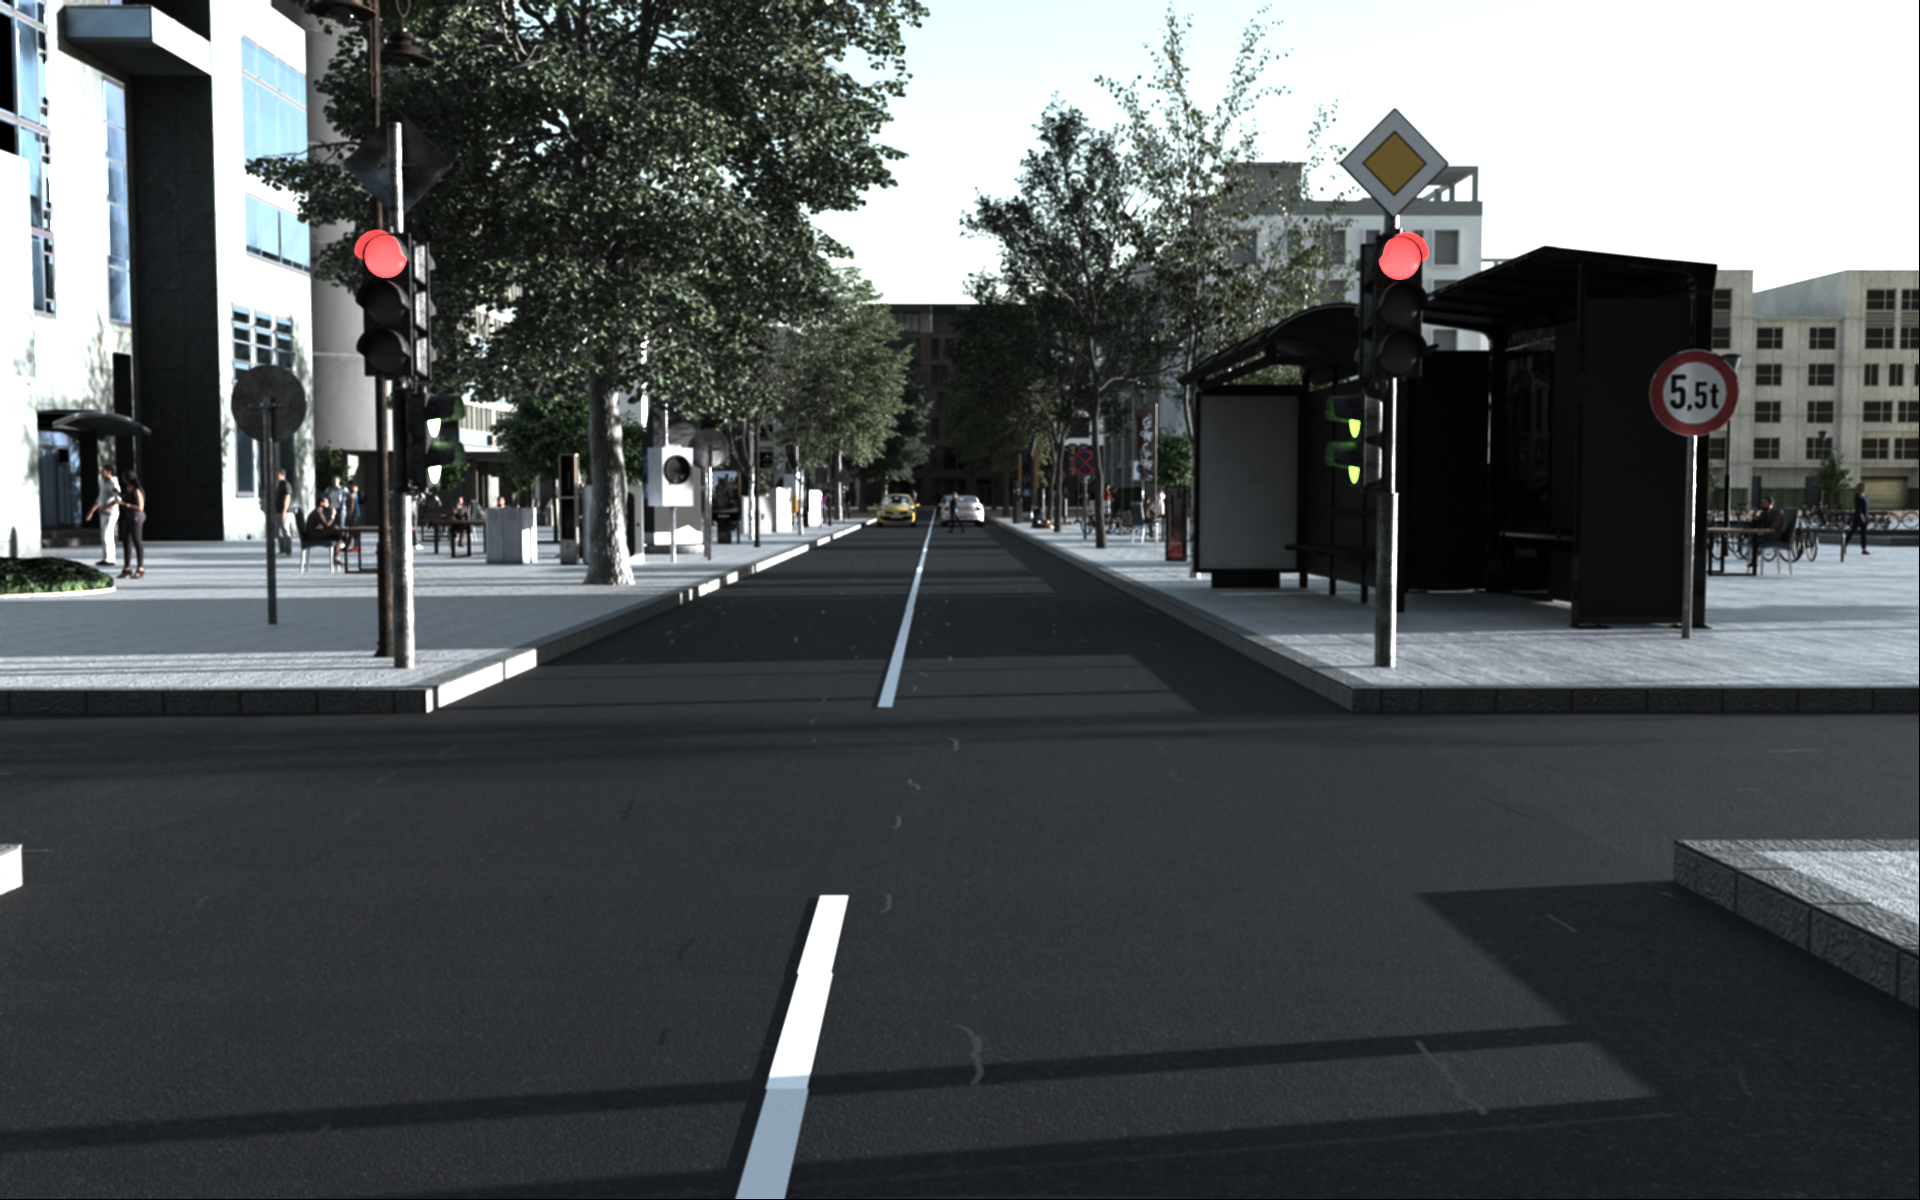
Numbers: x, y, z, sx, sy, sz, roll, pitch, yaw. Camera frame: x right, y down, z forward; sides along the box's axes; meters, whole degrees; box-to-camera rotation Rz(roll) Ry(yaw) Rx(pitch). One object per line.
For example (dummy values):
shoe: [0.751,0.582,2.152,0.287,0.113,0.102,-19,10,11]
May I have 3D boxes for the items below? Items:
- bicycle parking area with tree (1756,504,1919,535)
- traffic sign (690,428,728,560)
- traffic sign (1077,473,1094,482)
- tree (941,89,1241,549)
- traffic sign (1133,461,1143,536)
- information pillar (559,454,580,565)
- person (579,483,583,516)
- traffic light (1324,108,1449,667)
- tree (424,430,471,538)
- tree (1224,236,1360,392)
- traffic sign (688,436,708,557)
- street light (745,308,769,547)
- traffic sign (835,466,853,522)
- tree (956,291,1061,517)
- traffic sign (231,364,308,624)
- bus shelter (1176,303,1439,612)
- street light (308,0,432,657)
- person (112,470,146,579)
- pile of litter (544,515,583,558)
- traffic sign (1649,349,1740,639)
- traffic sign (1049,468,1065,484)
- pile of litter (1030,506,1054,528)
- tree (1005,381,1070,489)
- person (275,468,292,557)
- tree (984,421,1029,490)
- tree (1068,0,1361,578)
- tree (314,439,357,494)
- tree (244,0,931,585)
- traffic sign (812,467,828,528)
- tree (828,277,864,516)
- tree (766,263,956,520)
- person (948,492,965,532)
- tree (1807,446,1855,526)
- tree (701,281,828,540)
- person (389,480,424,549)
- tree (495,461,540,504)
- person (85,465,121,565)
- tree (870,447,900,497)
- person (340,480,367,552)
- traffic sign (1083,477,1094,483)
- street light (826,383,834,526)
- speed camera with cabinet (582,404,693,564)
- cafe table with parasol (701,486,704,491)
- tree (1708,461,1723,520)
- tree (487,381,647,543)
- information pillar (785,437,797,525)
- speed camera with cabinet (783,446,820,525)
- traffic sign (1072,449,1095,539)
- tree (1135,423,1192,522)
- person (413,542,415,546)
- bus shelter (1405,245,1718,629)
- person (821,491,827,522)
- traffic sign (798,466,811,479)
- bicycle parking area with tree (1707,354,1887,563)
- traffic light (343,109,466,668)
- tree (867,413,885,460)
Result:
bicycle parking area with tree: [34.154,-4.547,61.353,9.016,4.147,8.231,3,5,42]
traffic sign: [-4.862,-2.046,33.551,0.768,2.556,0.104,1,4,8]
traffic sign: [5.583,-4.706,77.052,0.768,2.556,0.104,0,4,5]
tree: [3.010,-6.496,40.618,7.601,10.594,8.767,0,4,3]
traffic sign: [5.557,-3.098,52.781,0.606,2.300,0.079,0,4,6]
information pillar: [-7.113,-1.654,31.532,0.304,2.012,0.304,0,4,-2]
person: [-15.600,-3.976,71.738,0.600,1.739,0.565,1,4,12]
traffic light: [3.149,-1.460,12.797,0.839,4.253,0.868,0,4,-1]
tree: [-15.408,-3.470,51.340,1.663,3.219,1.824,0,3,0]
tree: [9.725,-6.083,49.824,4.737,8.622,4.395,0,3,0]
traffic sign: [-5.187,-2.153,35.303,0.768,2.556,0.104,1,4,9]
street light: [-4.912,-4.222,41.811,0.468,5.910,1.993,0,4,-1]
traffic sign: [-5.275,-4.810,78.652,0.884,2.594,0.081,0,4,8]
tree: [2.485,-10.987,97.765,7.486,12.596,7.792,0,3,0]
traffic sign: [-6.796,-1.036,17.044,0.768,2.556,0.104,0,4,3]
bus shelter: [4.022,-1.665,21.142,2.014,3.302,5.546,0,4,-1]
street light: [-4.534,-2.491,13.510,0.468,5.910,1.993,0,4,-1]
person: [-12.655,-1.151,26.325,0.593,1.643,0.415,1,4,8]
pile of litter: [-7.562,-1.292,35.093,1.719,0.858,1.176,2,4,24]
traffic sign: [6.466,-0.932,15.338,0.768,2.556,0.104,0,4,5]
traffic sign: [4.742,-5.177,84.756,0.768,2.556,0.104,0,4,3]
pile of litter: [3.199,-3.152,65.498,1.176,0.858,1.719,1,4,14]
tree: [3.985,-8.614,91.203,4.737,8.622,4.395,0,3,0]
person: [-13.802,-1.776,35.209,0.434,1.807,0.598,-1,4,-19]
tree: [3.006,-9.549,106.488,4.360,8.622,3.978,0,3,0]
tree: [3.838,-4.644,26.290,4.360,8.622,3.978,0,3,0]
tree: [-22.204,-4.060,60.976,1.663,3.219,1.824,0,3,0]
tree: [-5.026,-7.193,24.263,9.857,13.997,8.962,0,3,0]
traffic sign: [-5.280,-3.870,65.408,0.606,2.300,0.079,0,4,7]
tree: [-5.078,-6.386,54.776,4.360,8.622,3.978,0,3,0]
tree: [-5.635,-10.223,85.270,7.486,12.596,7.792,0,3,0]
person: [-0.146,-3.298,64.965,0.613,1.512,0.480,-1,4,-12]
tree: [35.546,-4.646,70.558,1.663,3.219,1.824,0,3,0]
tree: [-5.910,-6.020,48.791,4.360,8.622,3.978,0,3,0]
person: [-12.977,-2.076,40.709,0.841,1.734,0.376,0,4,1]
tree: [-15.931,-4.124,62.022,1.663,3.219,1.824,0,3,0]
person: [-15.333,-1.518,31.003,0.789,1.805,0.875,-3,5,-44]
tree: [-6.185,-11.264,134.529,4.737,8.622,4.395,0,3,0]
person: [-13.504,-1.871,38.509,0.662,1.594,0.647,-1,4,-14]
traffic sign: [6.012,-5.039,82.486,0.768,2.556,0.104,0,4,1]
street light: [-5.271,-5.946,70.010,0.468,5.910,1.993,0,4,-1]
speed camera with cabinet: [-5.942,-2.302,31.966,2.038,3.252,0.660,-3,5,-40]
cafe table with parasol: [-12.182,-4.289,74.988,2.610,1.966,2.610,-1,4,-11]
tree: [36.929,-5.575,85.759,1.663,3.219,1.824,0,3,0]
tree: [-10.707,-3.789,45.672,4.285,4.588,4.351,0,3,0]
information pillar: [-6.913,-4.863,70.859,0.504,3.616,0.183,1,4,12]
speed camera with cabinet: [-6.570,-4.761,72.174,0.660,3.252,2.038,2,4,29]
traffic sign: [3.555,-2.996,49.095,0.768,2.556,0.104,1,4,9]
tree: [9.595,-5.902,80.215,4.285,4.588,4.351,0,3,0]
person: [-13.642,-2.099,42.571,0.429,1.552,0.499,2,4,24]
bus shelter: [6.339,-1.728,19.536,1.731,3.624,6.357,0,4,-1]
person: [-6.441,-4.312,79.778,0.776,1.434,0.726,2,4,30]
traffic sign: [-7.140,-4.787,78.381,0.768,2.556,0.104,0,4,7]
bicycle parking area with tree: [13.168,-2.965,35.482,8.231,4.147,9.016,1,4,14]
traffic light: [-4.092,-1.454,12.695,0.839,4.253,0.868,0,4,-1]
tree: [-6.365,-9.117,99.426,4.360,8.622,3.978,0,3,0]
